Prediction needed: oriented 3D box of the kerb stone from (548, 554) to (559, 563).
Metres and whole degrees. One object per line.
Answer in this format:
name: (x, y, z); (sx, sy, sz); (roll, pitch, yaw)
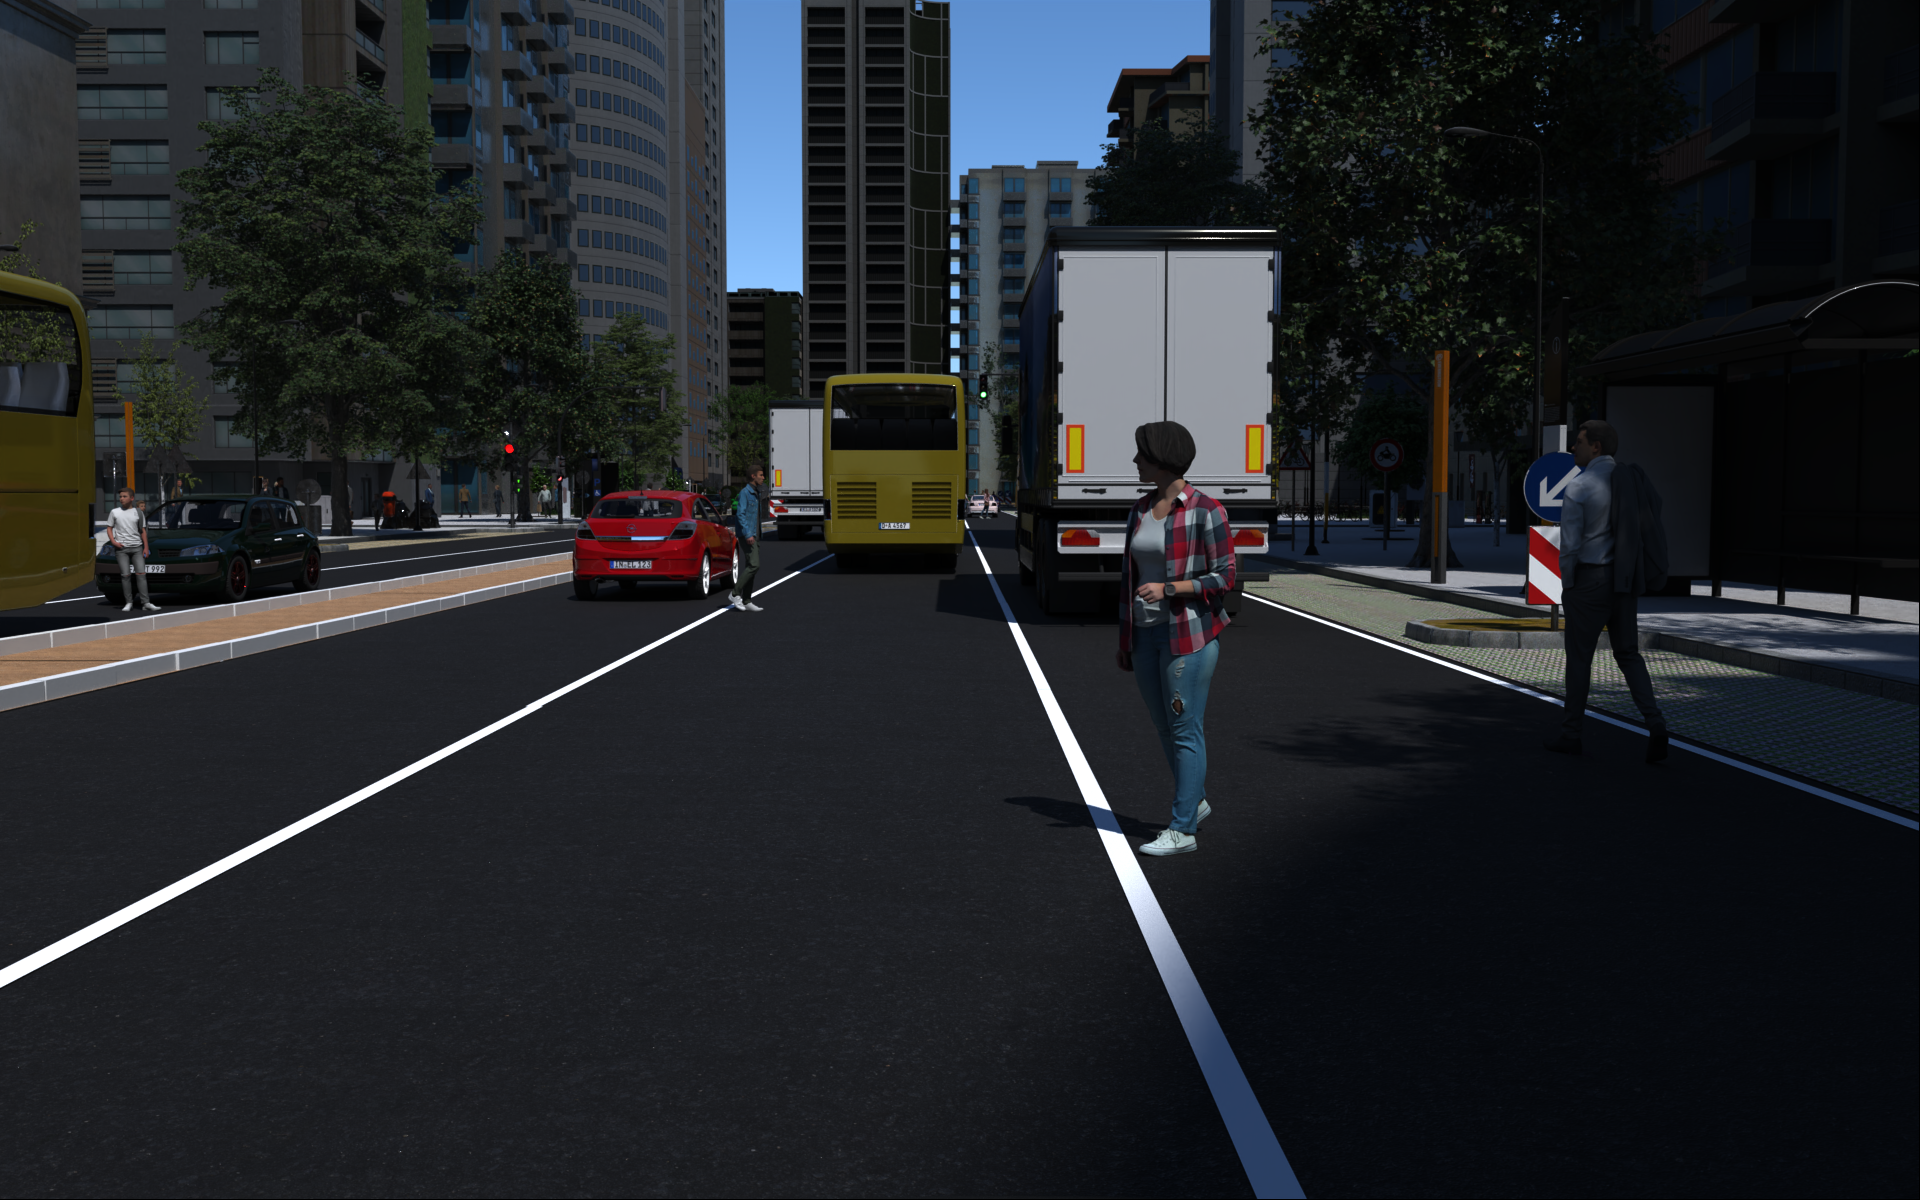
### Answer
kerb stone: (-8.566, -0.844, 36.031); (0.120, 0.150, 1.000); (0, 4, 0)

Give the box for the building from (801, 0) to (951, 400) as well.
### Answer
building: (-11.669, -49.606, 249.315); (20.611, 71.187, 20.563); (0, 4, 0)

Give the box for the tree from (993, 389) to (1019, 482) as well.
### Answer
tree: (7.047, -16.377, 185.888); (7.486, 12.596, 7.792); (0, 3, 0)

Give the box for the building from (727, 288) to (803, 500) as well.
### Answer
building: (-29.061, -29.042, 246.542); (14.107, 30.474, 14.160); (0, 4, 0)

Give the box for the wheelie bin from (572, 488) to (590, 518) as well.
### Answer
wheelie bin: (-20.528, -5.247, 93.691); (0.980, 1.594, 0.693); (0, 4, 2)

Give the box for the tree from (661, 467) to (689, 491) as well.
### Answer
tree: (-20.392, -7.890, 123.605); (1.663, 3.219, 1.824); (0, 3, 0)

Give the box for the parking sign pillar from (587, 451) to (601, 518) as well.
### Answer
parking sign pillar: (-19.915, -6.514, 94.969); (1.447, 3.967, 1.447); (-1, 4, -14)

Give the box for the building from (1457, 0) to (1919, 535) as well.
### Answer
building: (27.321, -23.701, 42.140); (22.147, 44.769, 28.867); (0, 4, 0)

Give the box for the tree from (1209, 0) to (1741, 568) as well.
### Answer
tree: (8.488, -6.920, 30.150); (9.611, 12.733, 9.660); (0, 3, 0)

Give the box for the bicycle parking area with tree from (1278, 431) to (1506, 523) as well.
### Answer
bicycle parking area with tree: (21.189, -5.769, 81.325); (9.016, 4.147, 8.231); (-2, 4, -30)

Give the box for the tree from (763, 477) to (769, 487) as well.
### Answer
tree: (-19.867, -11.180, 177.397); (1.663, 3.219, 1.824); (0, 3, 0)

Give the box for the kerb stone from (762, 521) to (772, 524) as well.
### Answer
kerb stone: (-8.754, -3.449, 78.588); (0.120, 0.150, 1.000); (0, 4, 0)

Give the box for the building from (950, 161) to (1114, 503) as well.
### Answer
building: (13.858, -38.648, 251.509); (30.456, 49.044, 23.786); (0, 4, 0)

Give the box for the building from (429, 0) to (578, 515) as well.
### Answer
building: (-38.745, -30.405, 116.725); (23.786, 49.044, 30.456); (0, 4, 0)

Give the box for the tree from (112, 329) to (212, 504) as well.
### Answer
tree: (-35.649, -7.766, 77.342); (4.737, 8.622, 4.395); (0, 3, 0)

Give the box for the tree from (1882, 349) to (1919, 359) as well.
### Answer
tree: (13.091, -2.306, 21.416); (4.285, 4.588, 4.351); (0, 3, 0)

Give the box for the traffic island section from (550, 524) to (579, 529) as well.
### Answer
traffic island section: (-16.949, -3.126, 73.394); (2.009, 0.180, 2.903); (0, 4, 0)

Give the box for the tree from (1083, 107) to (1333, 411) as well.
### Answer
tree: (7.871, -9.235, 57.648); (9.857, 13.997, 8.962); (0, 3, 0)

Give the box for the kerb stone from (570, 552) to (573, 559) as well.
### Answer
kerb stone: (-8.574, -0.970, 38.075); (0.120, 0.150, 1.000); (0, 4, 0)

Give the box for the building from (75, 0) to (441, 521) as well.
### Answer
building: (-35.402, -24.659, 86.763); (14.154, 41.232, 14.086); (0, 4, 0)

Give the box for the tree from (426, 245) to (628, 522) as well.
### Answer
tree: (-20.036, -9.959, 79.839); (9.611, 12.733, 9.660); (0, 3, 0)

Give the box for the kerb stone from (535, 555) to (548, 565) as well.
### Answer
kerb stone: (-8.560, -0.783, 35.000); (0.120, 0.150, 1.000); (0, 4, 0)

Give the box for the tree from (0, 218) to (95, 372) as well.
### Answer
tree: (-23.808, -5.668, 43.041); (4.737, 8.622, 4.395); (0, 3, 0)

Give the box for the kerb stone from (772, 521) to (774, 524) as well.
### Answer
kerb stone: (-8.758, -3.512, 79.610); (0.120, 0.150, 1.000); (0, 4, 0)

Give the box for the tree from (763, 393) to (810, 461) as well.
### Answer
tree: (-19.994, -19.074, 218.508); (9.857, 13.997, 8.962); (0, 3, 0)

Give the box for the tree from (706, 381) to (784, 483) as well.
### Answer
tree: (-19.363, -14.257, 158.851); (9.928, 11.665, 9.643); (0, 3, 0)

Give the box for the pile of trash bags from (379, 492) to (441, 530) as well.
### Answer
pile of trash bags: (-20.574, -3.321, 64.059); (1.912, 1.369, 3.447); (0, 4, 2)

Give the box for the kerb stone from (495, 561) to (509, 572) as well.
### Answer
kerb stone: (-8.545, -0.595, 31.921); (0.120, 0.150, 1.000); (0, 4, 0)

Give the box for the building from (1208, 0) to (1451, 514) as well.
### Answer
building: (28.773, -35.717, 125.976); (21.231, 58.520, 28.212); (0, 4, 0)

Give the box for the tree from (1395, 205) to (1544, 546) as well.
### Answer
tree: (12.937, -5.608, 42.054); (4.737, 8.622, 4.395); (0, 3, 0)

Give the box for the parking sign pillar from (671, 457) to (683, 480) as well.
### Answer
parking sign pillar: (-20.679, -8.456, 126.726); (1.447, 3.967, 1.447); (1, 4, 11)

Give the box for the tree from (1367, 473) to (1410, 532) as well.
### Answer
tree: (14.777, -3.981, 59.689); (1.663, 3.219, 1.824); (0, 3, 0)

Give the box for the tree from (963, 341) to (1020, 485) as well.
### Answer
tree: (5.829, -22.000, 215.584); (12.611, 20.169, 13.585); (0, 3, 0)

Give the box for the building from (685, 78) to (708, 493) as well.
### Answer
building: (-34.684, -32.595, 183.032); (14.600, 45.320, 14.200); (0, 4, 0)

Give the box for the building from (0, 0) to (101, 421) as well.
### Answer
building: (-44.385, -14.066, 49.059); (34.723, 24.649, 14.460); (0, 4, 0)

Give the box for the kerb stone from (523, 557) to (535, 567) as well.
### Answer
kerb stone: (-8.557, -0.720, 33.968); (0.120, 0.150, 1.000); (0, 4, 0)

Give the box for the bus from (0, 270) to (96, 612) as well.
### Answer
bus: (-10.053, -1.234, 11.724); (2.896, 3.916, 12.252); (0, 4, -1)

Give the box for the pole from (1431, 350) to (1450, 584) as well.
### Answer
pole: (6.856, -1.889, 24.721); (0.158, 3.312, 0.155); (0, 3, 0)

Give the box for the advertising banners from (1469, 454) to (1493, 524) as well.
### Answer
advertising banners: (22.454, -4.807, 74.780); (0.090, 3.025, 2.074); (-1, 4, -11)

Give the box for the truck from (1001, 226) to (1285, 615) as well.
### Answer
truck: (2.120, -2.132, 23.768); (2.839, 4.237, 11.283); (0, 4, 0)

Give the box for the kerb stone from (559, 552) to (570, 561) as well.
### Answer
kerb stone: (-8.572, -0.909, 37.053); (0.120, 0.150, 1.000); (0, 4, 0)

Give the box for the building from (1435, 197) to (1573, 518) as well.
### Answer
building: (43.899, -15.253, 94.432); (28.899, 21.520, 27.650); (0, 4, 0)

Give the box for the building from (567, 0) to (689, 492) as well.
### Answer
building: (-38.177, -37.887, 161.447); (21.231, 58.520, 28.212); (0, 4, 0)

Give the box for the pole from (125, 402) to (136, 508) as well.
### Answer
pole: (-18.416, -2.729, 38.460); (0.158, 3.312, 0.155); (0, 3, 0)

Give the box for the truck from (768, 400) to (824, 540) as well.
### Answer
truck: (-4.573, -4.188, 57.394); (2.839, 4.237, 11.283); (0, 4, -1)

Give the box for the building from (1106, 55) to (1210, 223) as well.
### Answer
building: (26.522, -31.989, 177.638); (22.147, 44.769, 28.867); (0, 4, 0)

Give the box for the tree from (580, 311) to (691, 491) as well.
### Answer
tree: (-20.505, -11.618, 108.074); (7.486, 12.596, 7.792); (0, 3, 0)

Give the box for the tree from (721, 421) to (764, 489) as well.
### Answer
tree: (-20.725, -13.185, 165.929); (4.737, 8.622, 4.395); (0, 3, 0)

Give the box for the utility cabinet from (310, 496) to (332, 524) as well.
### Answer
utility cabinet: (-27.274, -3.842, 73.971); (0.306, 1.237, 1.020); (2, 4, 26)

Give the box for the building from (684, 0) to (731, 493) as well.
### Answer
building: (-38.973, -46.870, 204.568); (20.611, 71.187, 20.563); (0, 4, 0)

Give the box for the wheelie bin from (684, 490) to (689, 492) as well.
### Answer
wheelie bin: (-20.561, -7.461, 129.898); (0.980, 1.594, 0.693); (-3, 5, -40)

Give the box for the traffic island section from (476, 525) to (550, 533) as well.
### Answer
traffic island section: (-16.913, -2.638, 65.409); (2.009, 0.180, 2.903); (0, 4, 0)

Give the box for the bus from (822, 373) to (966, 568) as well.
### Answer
bus: (-1.299, -2.749, 36.500); (2.896, 3.916, 12.252); (0, 4, -1)

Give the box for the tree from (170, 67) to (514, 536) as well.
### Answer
tree: (-18.794, -8.921, 52.515); (9.857, 13.997, 8.962); (0, 3, 0)

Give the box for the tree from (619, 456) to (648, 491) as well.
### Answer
tree: (-28.167, -9.980, 146.879); (4.285, 4.588, 4.351); (0, 3, 0)

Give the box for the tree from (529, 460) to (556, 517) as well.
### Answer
tree: (-23.621, -6.253, 96.835); (1.663, 3.219, 1.824); (0, 3, 0)

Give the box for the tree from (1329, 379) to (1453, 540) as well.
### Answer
tree: (12.085, -3.963, 48.509); (4.285, 4.588, 4.351); (0, 3, 0)

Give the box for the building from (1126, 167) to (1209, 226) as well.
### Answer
building: (21.692, -23.492, 155.795); (14.160, 30.474, 14.107); (0, 4, 0)

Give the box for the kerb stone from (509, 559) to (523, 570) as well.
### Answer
kerb stone: (-8.547, -0.657, 32.943); (0.120, 0.150, 1.000); (0, 4, 0)

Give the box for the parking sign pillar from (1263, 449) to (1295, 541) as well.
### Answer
parking sign pillar: (8.604, -3.649, 48.135); (1.447, 3.967, 1.447); (0, 4, 7)
